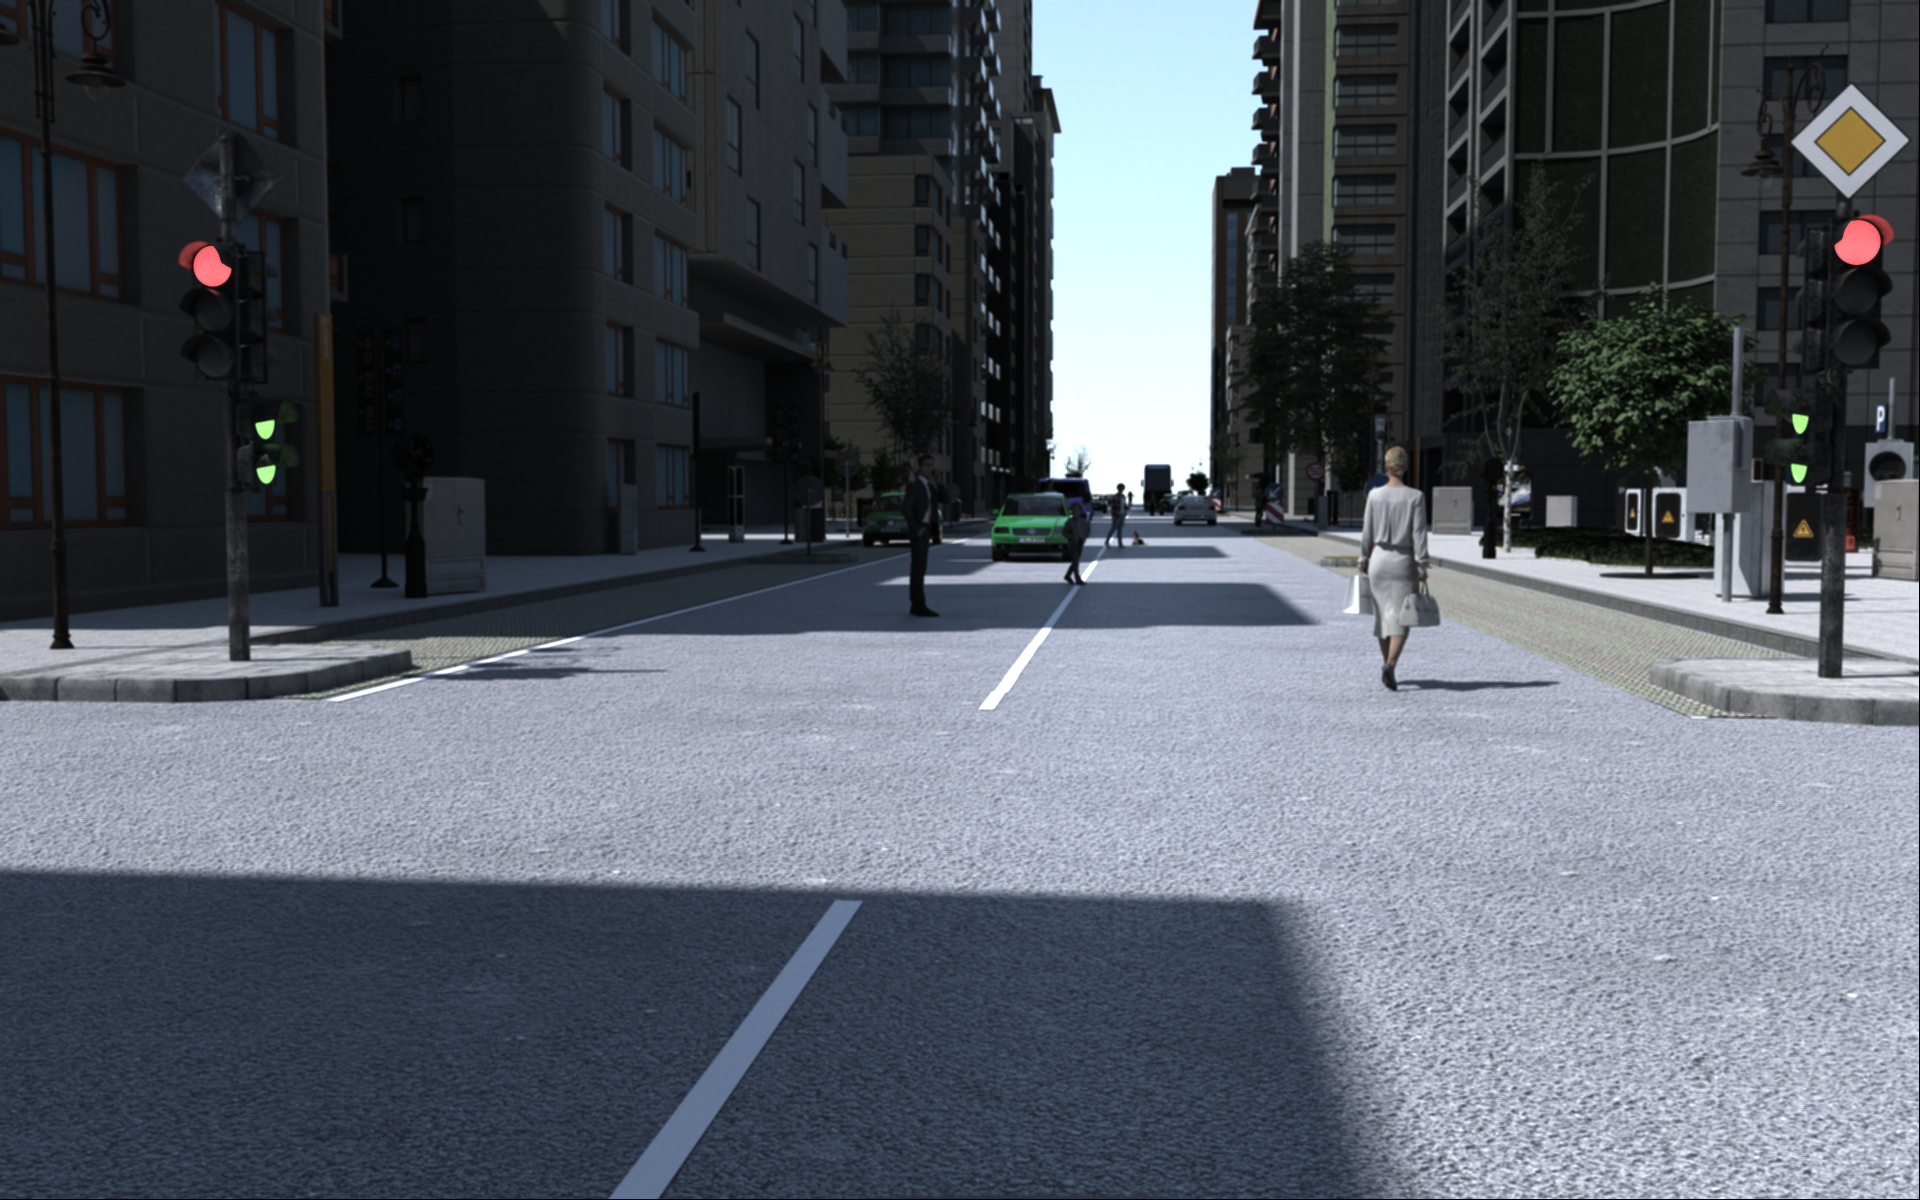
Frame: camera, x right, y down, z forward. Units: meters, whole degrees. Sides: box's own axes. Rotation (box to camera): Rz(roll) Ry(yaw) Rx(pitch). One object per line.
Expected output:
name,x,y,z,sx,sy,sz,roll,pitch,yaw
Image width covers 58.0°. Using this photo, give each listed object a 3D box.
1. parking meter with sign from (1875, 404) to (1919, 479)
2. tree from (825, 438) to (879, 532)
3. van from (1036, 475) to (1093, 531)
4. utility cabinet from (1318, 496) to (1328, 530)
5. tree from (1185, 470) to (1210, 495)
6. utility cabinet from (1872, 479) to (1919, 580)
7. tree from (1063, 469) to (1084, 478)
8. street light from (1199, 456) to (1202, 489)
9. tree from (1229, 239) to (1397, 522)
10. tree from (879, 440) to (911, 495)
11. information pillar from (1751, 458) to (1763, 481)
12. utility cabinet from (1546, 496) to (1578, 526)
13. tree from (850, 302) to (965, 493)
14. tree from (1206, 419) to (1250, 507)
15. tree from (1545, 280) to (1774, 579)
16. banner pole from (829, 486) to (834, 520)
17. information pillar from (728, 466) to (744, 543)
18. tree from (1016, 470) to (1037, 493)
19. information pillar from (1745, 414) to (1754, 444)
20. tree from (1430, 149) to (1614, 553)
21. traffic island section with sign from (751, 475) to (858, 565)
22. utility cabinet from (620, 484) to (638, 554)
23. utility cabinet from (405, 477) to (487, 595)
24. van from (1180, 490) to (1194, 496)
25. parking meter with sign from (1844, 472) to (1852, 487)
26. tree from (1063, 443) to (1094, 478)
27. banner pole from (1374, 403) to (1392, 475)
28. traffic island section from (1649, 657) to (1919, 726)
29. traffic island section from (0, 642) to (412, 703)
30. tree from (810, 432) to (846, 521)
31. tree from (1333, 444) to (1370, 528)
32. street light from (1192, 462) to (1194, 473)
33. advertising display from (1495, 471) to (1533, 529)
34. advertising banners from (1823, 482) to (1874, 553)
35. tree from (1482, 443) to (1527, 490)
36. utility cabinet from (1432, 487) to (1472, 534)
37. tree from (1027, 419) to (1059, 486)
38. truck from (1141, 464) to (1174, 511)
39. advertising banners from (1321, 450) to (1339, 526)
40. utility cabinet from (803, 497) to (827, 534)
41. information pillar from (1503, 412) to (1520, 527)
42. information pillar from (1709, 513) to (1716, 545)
parking meter with sign,18.698,-2.277,33.495,1.738,3.016,0.543,1,4,9
tree,-3.891,-3.977,59.619,1.663,3.219,1.824,0,3,0
van,3.825,-3.669,64.374,2.240,2.365,5.245,0,4,8
utility cabinet,13.151,-3.158,62.787,0.306,1.237,1.020,1,4,17
tree,31.099,-14.844,226.407,4.285,4.588,4.351,0,3,0
utility cabinet,14.114,-1.053,25.904,0.318,1.500,1.173,0,4,-1
tree,14.870,-14.881,227.010,4.285,4.588,4.351,0,3,0
street light,29.134,-14.502,209.889,0.468,5.910,1.993,0,4,6
tree,15.881,-9.776,77.969,7.486,12.596,7.792,0,3,0
tree,-2.725,-4.134,62.196,1.663,3.219,1.824,0,3,0
information pillar,16.373,-1.919,35.874,0.304,2.012,0.304,-2,4,-29
utility cabinet,20.049,-2.847,57.712,0.306,1.237,1.020,-2,4,-34
tree,-2.114,-7.151,67.287,4.360,8.622,3.978,0,3,0
tree,26.375,-13.461,170.450,4.360,8.622,3.978,0,3,0
tree,10.750,-2.629,26.705,4.285,4.588,4.351,0,3,0
banner pole,-6.376,-5.799,84.831,0.863,3.779,0.401,3,4,37
information pillar,-5.888,-2.512,45.558,0.304,2.012,0.304,-3,5,-44
tree,5.196,-8.673,136.409,1.663,3.219,1.824,0,3,0
information pillar,19.739,-3.189,43.496,0.183,3.616,0.504,0,4,-4
tree,12.119,-5.361,38.020,4.360,8.622,3.978,0,3,0
traffic island section with sign,-3.174,-1.671,35.947,1.989,1.847,2.006,0,4,6
utility cabinet,-7.056,-1.732,36.999,0.318,1.500,1.173,0,4,-8
utility cabinet,-6.581,-0.829,22.231,0.318,1.500,1.173,2,4,24
van,24.886,-11.193,190.010,2.013,2.044,4.112,0,4,6
parking meter with sign,30.147,-3.858,59.344,1.738,3.016,0.543,1,4,20
tree,16.862,-18.114,246.520,4.360,8.622,3.978,0,3,0
banner pole,11.653,-3.528,47.701,0.863,3.779,0.401,-3,4,-39
traffic island section,6.108,0.622,12.116,2.009,0.180,2.903,0,4,6
traffic island section,-5.567,0.546,13.356,2.009,0.180,2.903,0,4,6
tree,-6.790,-6.021,82.155,4.285,4.588,4.351,0,3,0
tree,14.995,-4.392,66.404,1.663,3.219,1.824,0,3,0
street light,32.851,-16.626,244.618,0.468,5.910,1.993,0,4,6
advertising display,15.318,-2.611,47.900,0.974,1.923,0.123,2,4,28
advertising banners,19.370,-2.539,37.703,2.074,3.025,0.090,1,4,19
tree,17.940,-3.767,56.196,1.663,3.219,1.824,0,3,0
utility cabinet,15.489,-2.804,54.523,1.173,1.500,0.318,1,4,21
tree,7.361,-13.128,165.012,4.737,8.622,4.395,0,3,0
truck,17.257,-9.841,150.666,2.967,4.110,18.799,0,4,6
advertising banners,14.891,-4.503,69.808,0.090,3.025,2.074,2,4,33
utility cabinet,-4.658,-2.718,55.603,0.306,1.237,1.020,2,4,27
information pillar,15.706,-3.546,49.332,0.183,3.616,0.504,-2,4,-31
information pillar,17.071,-2.105,38.910,0.304,2.012,0.304,-3,5,-42
